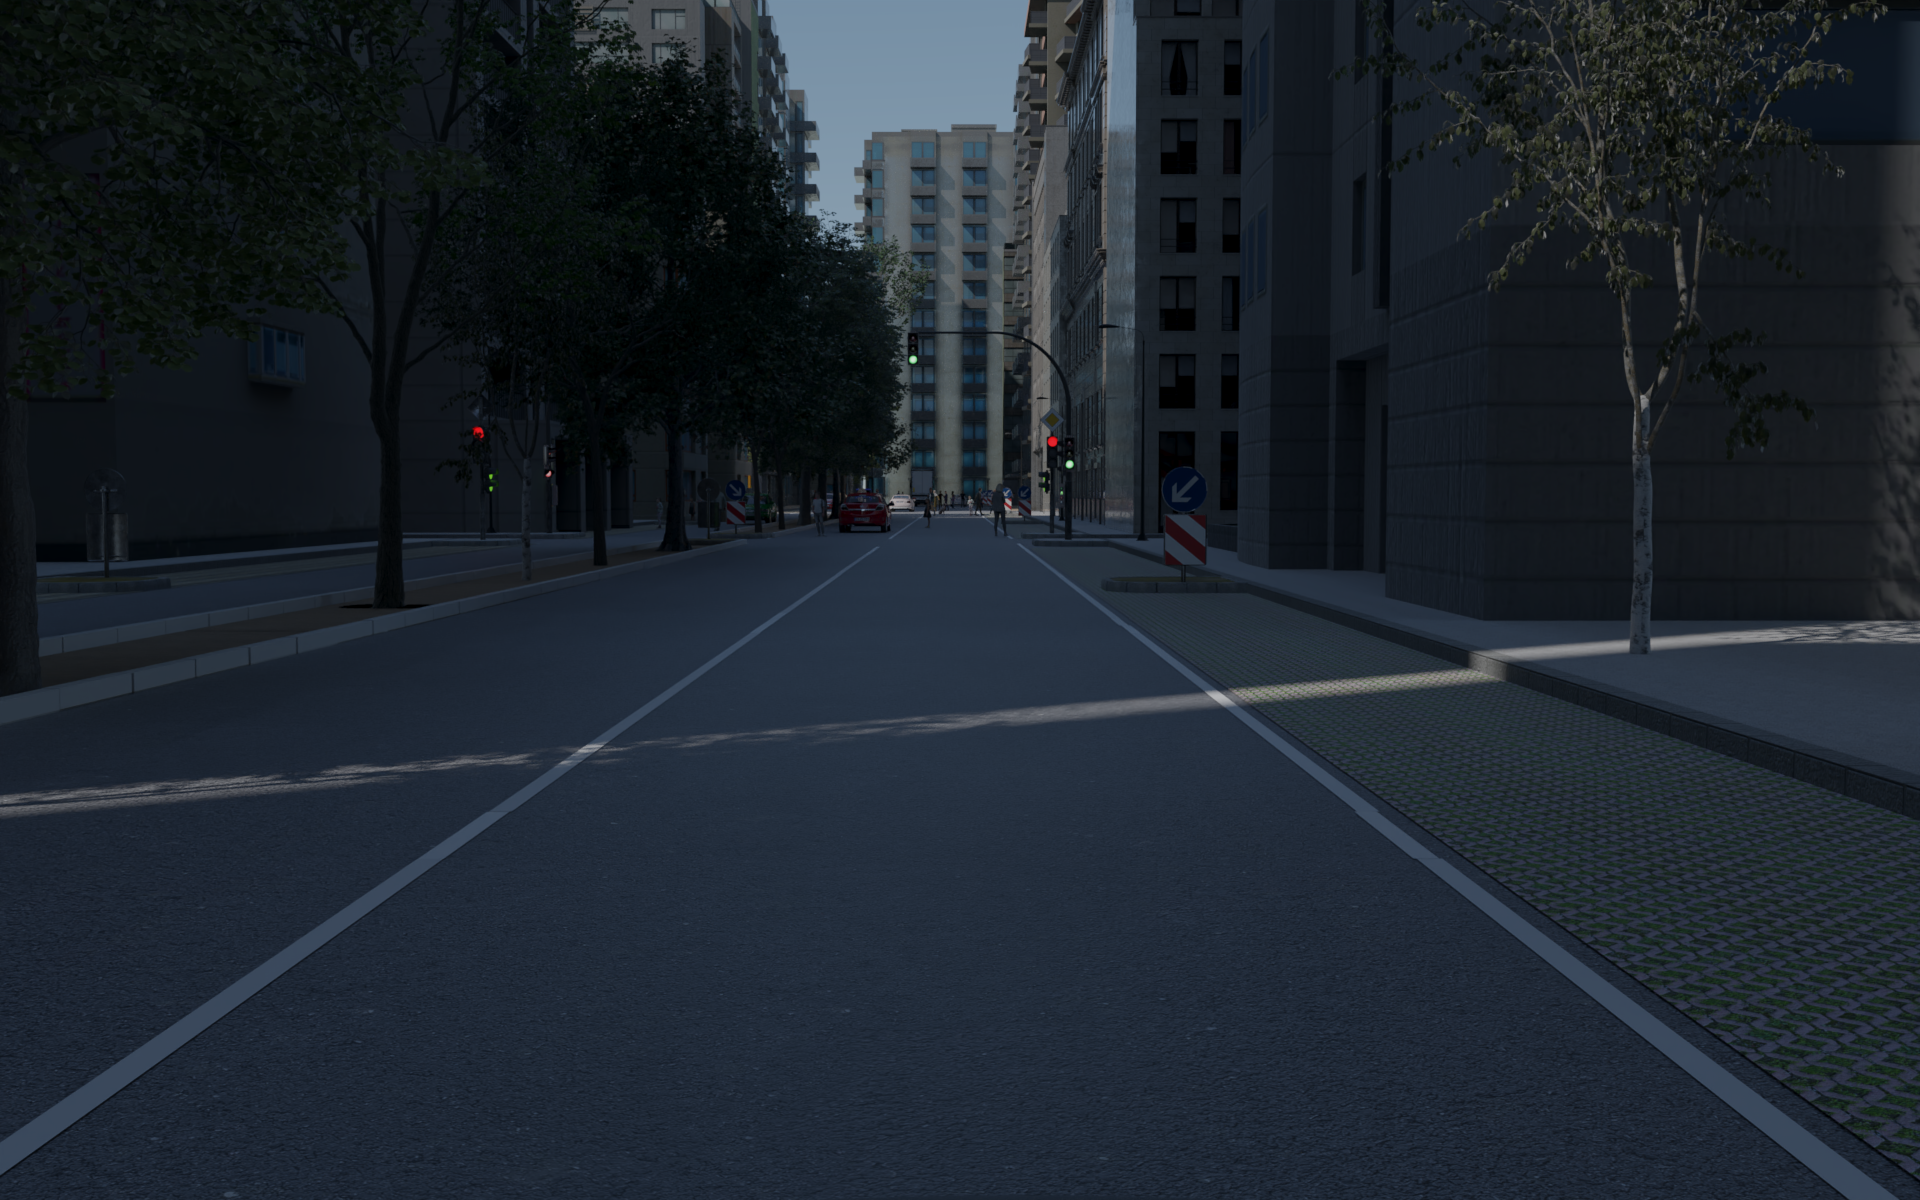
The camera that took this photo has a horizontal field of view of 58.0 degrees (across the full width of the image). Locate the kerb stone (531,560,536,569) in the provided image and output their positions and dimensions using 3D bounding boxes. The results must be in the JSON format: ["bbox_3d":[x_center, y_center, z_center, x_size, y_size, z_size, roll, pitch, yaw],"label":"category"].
[{"bbox_3d":[-8.175,-0.625,32.427,0.120,0.150,1.000,0,4,0],"label":"kerb stone"}]

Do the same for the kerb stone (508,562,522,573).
[{"bbox_3d":[-8.167,-0.563,31.405,0.120,0.150,1.000,0,4,0],"label":"kerb stone"}]

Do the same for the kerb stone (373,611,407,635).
[{"bbox_3d":[-6.022,0.250,18.100,0.120,0.150,1.000,0,4,0],"label":"kerb stone"}]

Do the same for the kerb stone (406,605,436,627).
[{"bbox_3d":[-6.027,0.188,19.125,0.120,0.150,1.000,0,4,0],"label":"kerb stone"}]

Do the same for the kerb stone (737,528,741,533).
[{"bbox_3d":[-8.286,-2.541,63.734,0.120,0.150,1.000,0,4,0],"label":"kerb stone"}]

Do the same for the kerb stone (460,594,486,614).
[{"bbox_3d":[-6.027,0.063,21.169,0.120,0.150,1.000,0,4,0],"label":"kerb stone"}]

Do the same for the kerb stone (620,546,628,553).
[{"bbox_3d":[-8.192,-1.190,41.651,0.120,0.150,1.000,0,4,0],"label":"kerb stone"}]

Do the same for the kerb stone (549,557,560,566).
[{"bbox_3d":[-8.180,-0.749,34.478,0.120,0.150,1.000,0,4,0],"label":"kerb stone"}]

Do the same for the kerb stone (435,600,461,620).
[{"bbox_3d":[-6.032,0.125,20.147,0.120,0.150,1.000,0,4,0],"label":"kerb stone"}]

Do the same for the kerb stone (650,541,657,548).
[{"bbox_3d":[-8.217,-1.440,45.743,0.120,0.150,1.000,0,4,0],"label":"kerb stone"}]

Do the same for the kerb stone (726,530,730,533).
[{"bbox_3d":[-8.270,-2.352,60.659,0.120,0.150,1.000,0,4,0],"label":"kerb stone"}]

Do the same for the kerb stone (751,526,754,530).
[{"bbox_3d":[-8.302,-2.791,67.830,0.120,0.150,1.000,0,4,0],"label":"kerb stone"}]

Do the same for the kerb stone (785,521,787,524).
[{"bbox_3d":[-8.338,-3.605,81.171,0.120,0.150,1.000,0,4,0],"label":"kerb stone"}]

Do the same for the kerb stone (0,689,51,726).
[{"bbox_3d":[-5.993,0.690,10.915,0.120,0.150,1.000,0,4,0],"label":"kerb stone"}]

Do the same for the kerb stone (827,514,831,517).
[{"bbox_3d":[-8.461,-5.550,112.929,0.120,0.150,1.000,0,4,0],"label":"kerb stone"}]

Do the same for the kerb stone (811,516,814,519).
[{"bbox_3d":[-8.414,-4.796,100.632,0.120,0.150,1.000,0,4,0],"label":"kerb stone"}]

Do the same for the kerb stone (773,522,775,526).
[{"bbox_3d":[-8.325,-3.290,76.034,0.120,0.150,1.000,0,4,0],"label":"kerb stone"}]

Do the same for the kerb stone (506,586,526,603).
[{"bbox_3d":[-6.038,-0.060,23.213,0.120,0.150,1.000,0,4,0],"label":"kerb stone"}]

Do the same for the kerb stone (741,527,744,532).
[{"bbox_3d":[-8.286,-2.603,64.758,0.120,0.150,1.000,0,4,0],"label":"kerb stone"}]

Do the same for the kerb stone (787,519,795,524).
[{"bbox_3d":[-8.365,-3.858,85.269,0.120,0.150,1.000,0,4,0],"label":"kerb stone"}]

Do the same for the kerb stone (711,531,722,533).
[{"bbox_3d":[-8.263,-2.227,58.611,0.120,0.150,1.000,0,4,0],"label":"kerb stone"}]

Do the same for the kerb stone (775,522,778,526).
[{"bbox_3d":[-8.335,-3.356,77.062,0.120,0.150,1.000,0,4,0],"label":"kerb stone"}]

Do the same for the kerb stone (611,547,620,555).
[{"bbox_3d":[-8.201,-1.127,40.629,0.120,0.150,1.000,0,4,0],"label":"kerb stone"}]

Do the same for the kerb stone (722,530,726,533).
[{"bbox_3d":[-8.265,-2.288,59.636,0.120,0.150,1.000,0,4,0],"label":"kerb stone"}]

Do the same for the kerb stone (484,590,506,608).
[{"bbox_3d":[-6.038,0.000,22.191,0.120,0.150,1.000,0,4,0],"label":"kerb stone"}]

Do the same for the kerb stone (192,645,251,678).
[{"bbox_3d":[-6.009,0.503,13.987,0.120,0.150,1.000,0,4,0],"label":"kerb stone"}]

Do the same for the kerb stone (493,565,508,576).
[{"bbox_3d":[-8.165,-0.501,30.383,0.120,0.150,1.000,0,4,0],"label":"kerb stone"}]

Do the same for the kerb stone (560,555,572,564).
[{"bbox_3d":[-8.180,-0.809,35.509,0.120,0.150,1.000,0,4,0],"label":"kerb stone"}]

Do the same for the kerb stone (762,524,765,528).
[{"bbox_3d":[-8.317,-3.036,71.932,0.120,0.150,1.000,0,4,0],"label":"kerb stone"}]

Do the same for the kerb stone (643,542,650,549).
[{"bbox_3d":[-8.213,-1.377,44.717,0.120,0.150,1.000,0,4,0],"label":"kerb stone"}]

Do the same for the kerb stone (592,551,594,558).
[{"bbox_3d":[-8.193,-1.001,38.585,0.120,0.150,1.000,0,4,0],"label":"kerb stone"}]

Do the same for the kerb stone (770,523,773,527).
[{"bbox_3d":[-8.322,-3.229,75.009,0.120,0.150,1.000,0,4,0],"label":"kerb stone"}]

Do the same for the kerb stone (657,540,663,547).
[{"bbox_3d":[-8.227,-1.503,46.771,0.120,0.150,1.000,0,4,0],"label":"kerb stone"}]

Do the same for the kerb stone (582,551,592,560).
[{"bbox_3d":[-8.196,-0.940,37.563,0.120,0.150,1.000,0,4,0],"label":"kerb stone"}]

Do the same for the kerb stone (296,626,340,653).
[{"bbox_3d":[-6.007,0.376,16.049,0.120,0.150,1.000,0,4,0],"label":"kerb stone"}]

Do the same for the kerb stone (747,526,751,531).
[{"bbox_3d":[-8.295,-2.728,66.805,0.120,0.150,1.000,0,4,0],"label":"kerb stone"}]

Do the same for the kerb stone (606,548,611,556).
[{"bbox_3d":[-8.196,-1.065,39.607,0.120,0.150,1.000,0,4,0],"label":"kerb stone"}]

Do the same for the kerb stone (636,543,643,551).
[{"bbox_3d":[-8.204,-1.314,43.696,0.120,0.150,1.000,0,4,0],"label":"kerb stone"}]

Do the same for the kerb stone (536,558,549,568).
[{"bbox_3d":[-8.172,-0.688,33.449,0.120,0.150,1.000,0,4,0],"label":"kerb stone"}]

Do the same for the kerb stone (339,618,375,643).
[{"bbox_3d":[-6.019,0.318,17.071,0.120,0.150,1.000,0,4,0],"label":"kerb stone"}]

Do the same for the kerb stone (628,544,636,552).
[{"bbox_3d":[-8.204,-1.252,42.673,0.120,0.150,1.000,0,4,0],"label":"kerb stone"}]

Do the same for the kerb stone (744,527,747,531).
[{"bbox_3d":[-8.293,-2.664,65.781,0.120,0.150,1.000,0,4,0],"label":"kerb stone"}]

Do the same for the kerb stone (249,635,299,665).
[{"bbox_3d":[-6.005,0.440,15.012,0.120,0.150,1.000,0,4,0],"label":"kerb stone"}]

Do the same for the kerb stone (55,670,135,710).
[{"bbox_3d":[-6.006,0.627,11.937,0.120,0.150,1.000,0,4,0],"label":"kerb stone"}]

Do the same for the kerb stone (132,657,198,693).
[{"bbox_3d":[-6.006,0.567,12.965,0.120,0.150,1.000,0,4,0],"label":"kerb stone"}]

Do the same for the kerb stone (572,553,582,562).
[{"bbox_3d":[-8.194,-0.875,36.536,0.120,0.150,1.000,0,4,0],"label":"kerb stone"}]

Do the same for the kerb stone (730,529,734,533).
[{"bbox_3d":[-8.279,-2.411,61.681,0.120,0.150,1.000,0,4,0],"label":"kerb stone"}]

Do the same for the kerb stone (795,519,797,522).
[{"bbox_3d":[-8.362,-3.921,86.298,0.120,0.150,1.000,0,4,0],"label":"kerb stone"}]

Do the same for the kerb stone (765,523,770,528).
[{"bbox_3d":[-8.320,-3.167,73.981,0.120,0.150,1.000,0,4,0],"label":"kerb stone"}]
